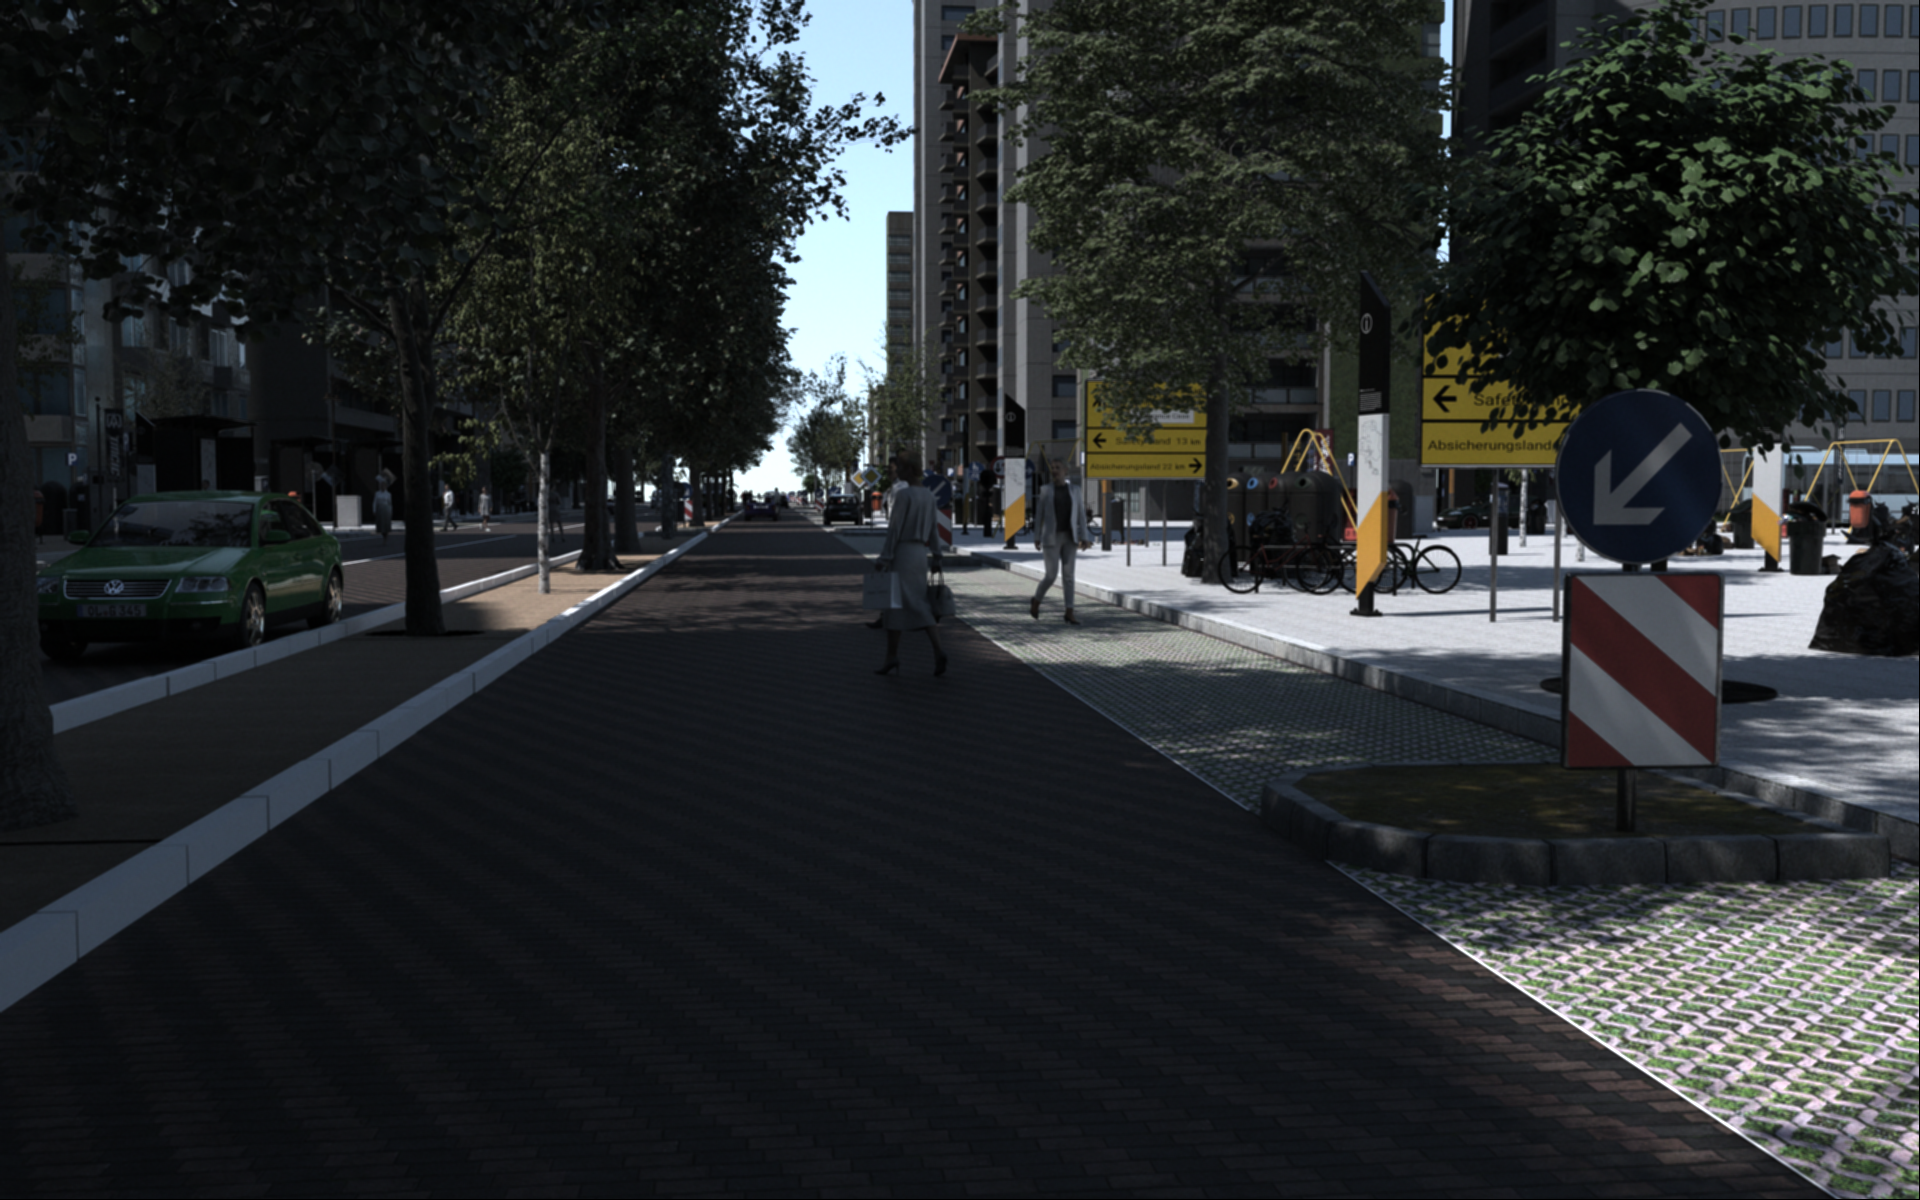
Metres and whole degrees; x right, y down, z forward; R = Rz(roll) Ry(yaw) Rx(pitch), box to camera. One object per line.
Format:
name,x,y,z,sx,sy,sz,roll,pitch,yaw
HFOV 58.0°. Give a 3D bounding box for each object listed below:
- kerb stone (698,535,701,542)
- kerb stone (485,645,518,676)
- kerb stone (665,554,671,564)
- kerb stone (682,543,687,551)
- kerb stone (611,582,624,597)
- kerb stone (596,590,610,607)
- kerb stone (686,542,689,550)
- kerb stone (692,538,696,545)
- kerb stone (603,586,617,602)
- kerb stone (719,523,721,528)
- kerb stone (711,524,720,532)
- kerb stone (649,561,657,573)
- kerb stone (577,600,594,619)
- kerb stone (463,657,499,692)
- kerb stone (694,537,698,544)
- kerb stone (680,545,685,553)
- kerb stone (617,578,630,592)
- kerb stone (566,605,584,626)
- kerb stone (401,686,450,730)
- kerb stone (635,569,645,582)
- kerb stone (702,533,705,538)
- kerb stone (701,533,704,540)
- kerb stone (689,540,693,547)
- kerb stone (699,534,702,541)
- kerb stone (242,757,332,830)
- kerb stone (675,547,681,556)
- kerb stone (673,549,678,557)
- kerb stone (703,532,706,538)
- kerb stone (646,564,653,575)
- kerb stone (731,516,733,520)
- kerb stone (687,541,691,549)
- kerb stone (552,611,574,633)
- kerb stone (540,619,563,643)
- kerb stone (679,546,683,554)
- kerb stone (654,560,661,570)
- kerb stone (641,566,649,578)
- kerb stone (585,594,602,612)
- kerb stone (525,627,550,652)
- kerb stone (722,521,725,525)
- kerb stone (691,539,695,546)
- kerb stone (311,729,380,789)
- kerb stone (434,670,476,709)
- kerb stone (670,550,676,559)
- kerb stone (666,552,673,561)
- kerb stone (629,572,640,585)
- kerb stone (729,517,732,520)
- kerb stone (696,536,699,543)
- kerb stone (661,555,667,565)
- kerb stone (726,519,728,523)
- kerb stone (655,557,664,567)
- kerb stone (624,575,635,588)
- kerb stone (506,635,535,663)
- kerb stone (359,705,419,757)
kerb stone,-7.732,-1.740,50.644,0.120,0.150,1.000,0,4,-6
kerb stone,-3.718,0.503,13.965,0.120,0.150,1.000,0,4,-6
kerb stone,-6.050,-0.806,35.366,0.120,0.150,1.000,0,4,-6
kerb stone,-6.838,-1.237,42.484,0.120,0.150,1.000,0,4,-6
kerb stone,-4.828,-0.115,24.149,0.120,0.150,1.000,0,4,-6
kerb stone,-4.605,0.005,22.112,0.120,0.150,1.000,0,4,-6
kerb stone,-6.947,-1.303,43.507,0.120,0.150,1.000,0,4,-6
kerb stone,-7.396,-1.551,47.596,0.120,0.150,1.000,0,4,-6
kerb stone,-4.721,-0.057,23.127,0.120,0.150,1.000,0,4,-6
kerb stone,-9.903,-2.953,70.534,0.120,0.150,1.000,0,4,-6
kerb stone,-9.685,-2.829,68.502,0.120,0.150,1.000,0,4,-6
kerb stone,-5.606,-0.556,31.288,0.120,0.150,1.000,0,4,-6
kerb stone,-4.384,0.130,20.072,0.120,0.150,1.000,0,4,-6
kerb stone,-3.604,0.566,12.950,0.120,0.150,1.000,0,4,-6
kerb stone,-7.505,-1.614,48.612,0.120,0.150,1.000,0,4,-6
kerb stone,-6.728,-1.172,41.468,0.120,0.150,1.000,0,4,-6
kerb stone,-4.940,-0.182,25.165,0.120,0.150,1.000,0,4,-6
kerb stone,-4.277,0.192,19.055,0.120,0.150,1.000,0,4,-6
kerb stone,-3.388,0.690,10.913,0.120,0.150,1.000,0,4,-6
kerb stone,-5.269,-0.368,28.214,0.120,0.150,1.000,0,4,-6
kerb stone,-8.061,-1.927,53.700,0.120,0.150,1.000,0,4,-6
kerb stone,-7.954,-1.865,52.684,0.120,0.150,1.000,0,4,-6
kerb stone,-7.173,-1.423,45.551,0.120,0.150,1.000,0,4,-6
kerb stone,-7.843,-1.802,51.660,0.120,0.150,1.000,0,4,-6
kerb stone,-3.054,0.877,7.862,0.120,0.150,1.000,0,4,-6
kerb stone,-6.507,-1.054,39.432,0.120,0.150,1.000,0,4,-6
kerb stone,-6.395,-0.992,38.415,0.120,0.150,1.000,0,4,-6
kerb stone,-8.182,-1.987,54.716,0.120,0.150,1.000,0,4,-6
kerb stone,-5.503,-0.484,30.263,0.120,0.150,1.000,0,4,-6
kerb stone,-12.143,-4.197,90.921,0.120,0.150,1.000,0,4,-6
kerb stone,-7.061,-1.366,44.528,0.120,0.150,1.000,0,4,-6
kerb stone,-4.168,0.254,18.039,0.120,0.150,1.000,0,4,-6
kerb stone,-4.046,0.320,17.024,0.120,0.150,1.000,0,4,-6
kerb stone,-6.620,-1.112,40.448,0.120,0.150,1.000,0,4,-6
kerb stone,-5.725,-0.614,32.303,0.120,0.150,1.000,0,4,-6
kerb stone,-5.389,-0.431,29.241,0.120,0.150,1.000,0,4,-6
kerb stone,-4.498,0.068,21.089,0.120,0.150,1.000,0,4,-6
kerb stone,-3.939,0.382,16.001,0.120,0.150,1.000,0,4,-6
kerb stone,-10.460,-3.269,75.638,0.120,0.150,1.000,0,4,-6
kerb stone,-7.288,-1.491,46.571,0.120,0.150,1.000,0,4,-6
kerb stone,-3.160,0.816,8.879,0.120,0.150,1.000,0,4,-6
kerb stone,-3.501,0.628,11.929,0.120,0.150,1.000,0,4,-6
kerb stone,-6.283,-0.930,37.399,0.120,0.150,1.000,0,4,-6
kerb stone,-6.167,-0.866,36.381,0.120,0.150,1.000,0,4,-6
kerb stone,-5.167,-0.306,27.197,0.120,0.150,1.000,0,4,-6
kerb stone,-11.911,-4.079,88.884,0.120,0.150,1.000,0,4,-6
kerb stone,-7.622,-1.678,49.627,0.120,0.150,1.000,0,4,-6
kerb stone,-5.960,-0.743,34.347,0.120,0.150,1.000,0,4,-6
kerb stone,-11.026,-3.581,80.741,0.120,0.150,1.000,0,4,-6
kerb stone,-5.843,-0.676,33.324,0.120,0.150,1.000,0,4,-6
kerb stone,-5.051,-0.242,26.181,0.120,0.150,1.000,0,4,-6
kerb stone,-3.833,0.441,14.984,0.120,0.150,1.000,0,4,-6
kerb stone,-3.271,0.752,9.897,0.120,0.150,1.000,0,4,-6
